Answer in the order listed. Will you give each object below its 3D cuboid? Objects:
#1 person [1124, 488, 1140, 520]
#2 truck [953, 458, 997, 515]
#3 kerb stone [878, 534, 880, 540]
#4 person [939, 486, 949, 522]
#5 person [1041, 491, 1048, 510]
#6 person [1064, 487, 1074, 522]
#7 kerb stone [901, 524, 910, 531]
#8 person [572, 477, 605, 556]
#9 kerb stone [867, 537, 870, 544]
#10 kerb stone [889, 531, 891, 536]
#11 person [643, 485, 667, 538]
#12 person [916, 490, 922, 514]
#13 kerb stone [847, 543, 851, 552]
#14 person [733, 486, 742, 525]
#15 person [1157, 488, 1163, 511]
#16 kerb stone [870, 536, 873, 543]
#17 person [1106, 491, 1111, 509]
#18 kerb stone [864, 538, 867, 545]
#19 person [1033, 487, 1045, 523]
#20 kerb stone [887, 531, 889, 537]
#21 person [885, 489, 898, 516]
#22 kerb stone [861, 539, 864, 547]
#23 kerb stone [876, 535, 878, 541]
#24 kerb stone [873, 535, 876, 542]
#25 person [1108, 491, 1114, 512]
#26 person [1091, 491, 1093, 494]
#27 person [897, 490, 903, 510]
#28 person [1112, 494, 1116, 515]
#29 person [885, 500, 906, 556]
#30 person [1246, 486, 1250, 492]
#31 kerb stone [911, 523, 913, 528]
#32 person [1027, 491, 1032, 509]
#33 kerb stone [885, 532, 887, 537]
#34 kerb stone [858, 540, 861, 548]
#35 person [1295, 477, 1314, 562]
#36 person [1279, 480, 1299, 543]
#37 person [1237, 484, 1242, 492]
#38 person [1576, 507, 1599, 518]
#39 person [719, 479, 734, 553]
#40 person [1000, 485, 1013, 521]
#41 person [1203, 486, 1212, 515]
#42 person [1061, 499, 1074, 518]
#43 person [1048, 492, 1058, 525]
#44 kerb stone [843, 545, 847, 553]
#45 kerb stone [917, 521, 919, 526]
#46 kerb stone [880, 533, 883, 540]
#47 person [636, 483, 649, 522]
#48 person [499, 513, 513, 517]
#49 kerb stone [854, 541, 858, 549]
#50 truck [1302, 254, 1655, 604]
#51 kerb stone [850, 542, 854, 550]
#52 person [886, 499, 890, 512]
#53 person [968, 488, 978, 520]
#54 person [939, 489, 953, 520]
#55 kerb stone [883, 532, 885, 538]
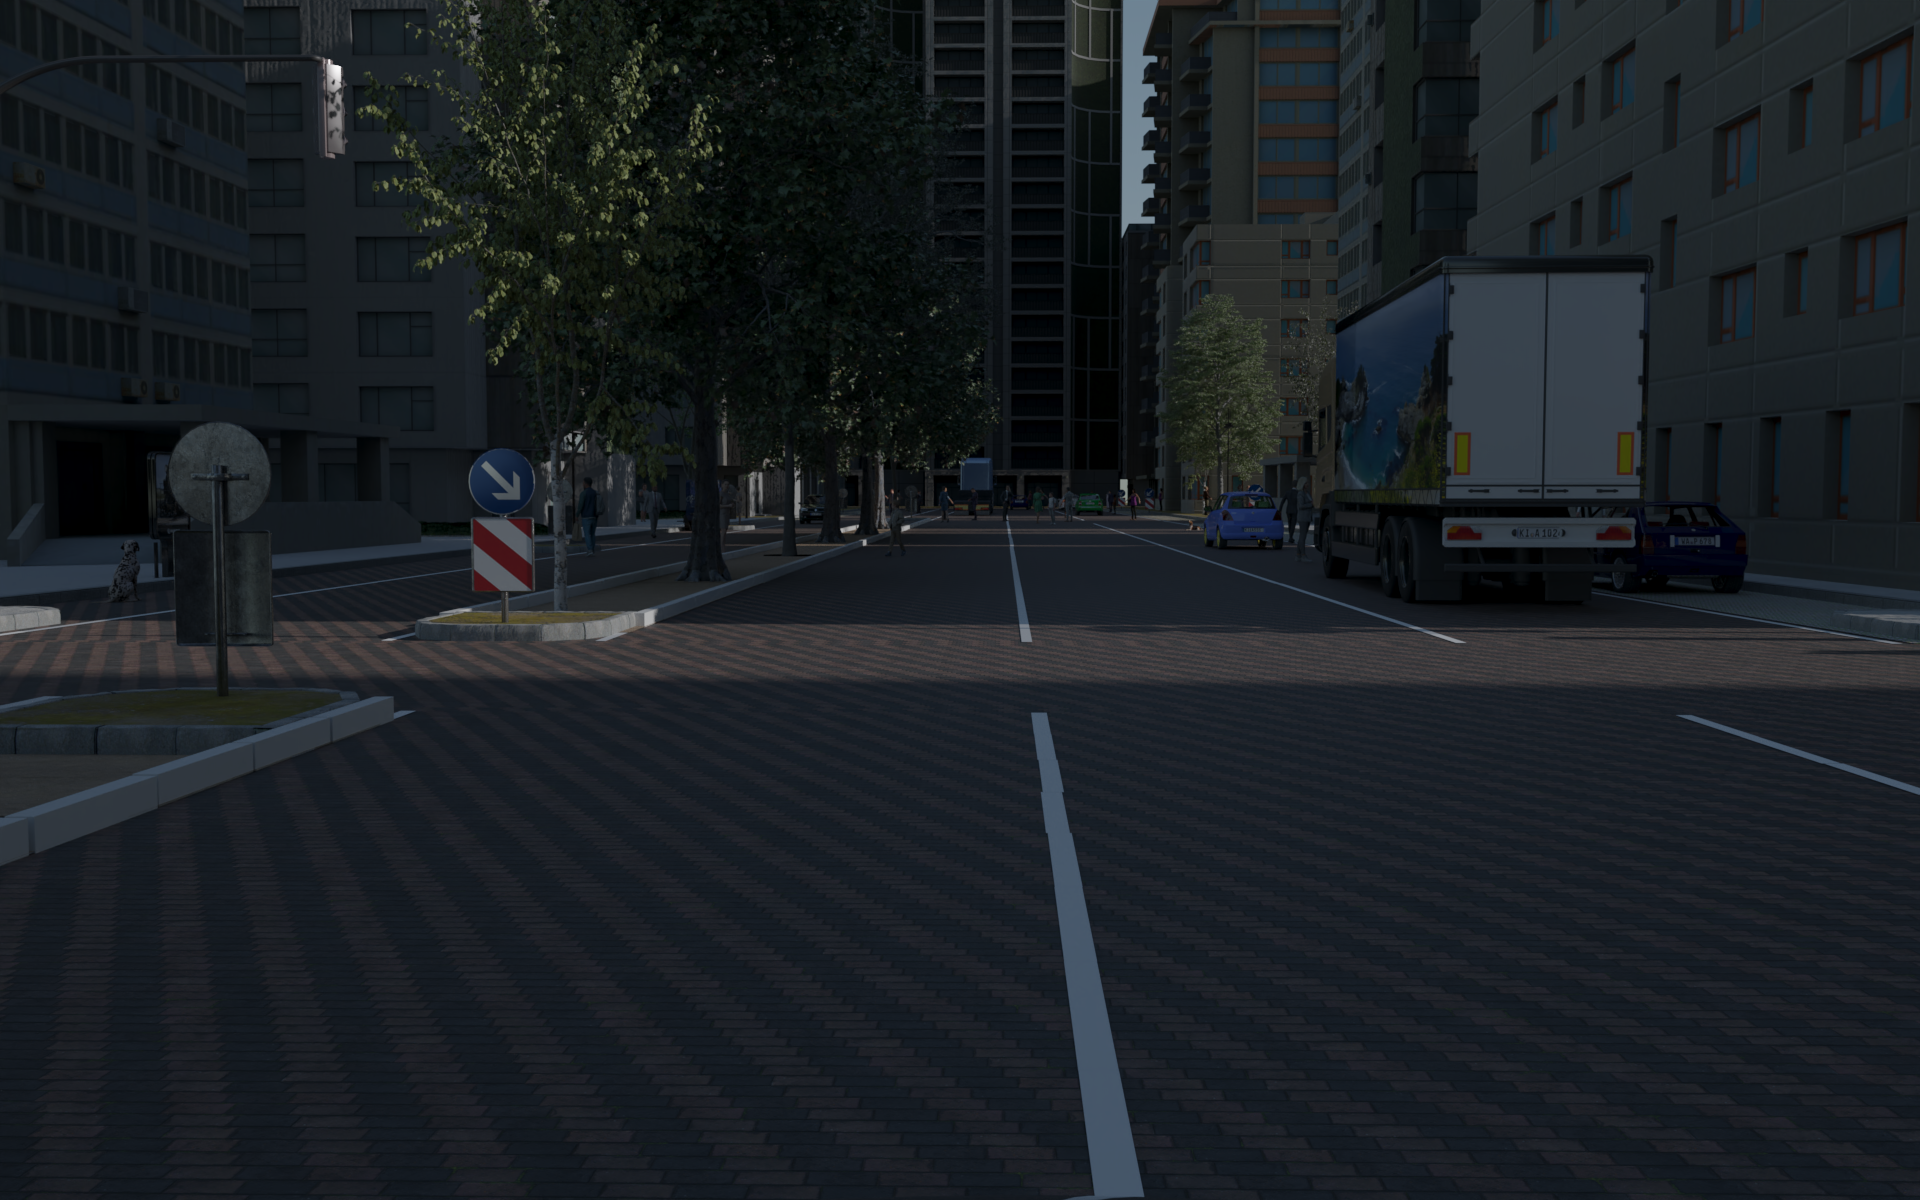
[{"bbox_3d":[9.491,-5.263,95.237,0.721,1.739,1.217,-3,4,-37],"label":"person"},{"bbox_3d":[1.057,-8.173,123.389,2.967,4.110,18.799,0,4,2],"label":"truck"},{"bbox_3d":[-2.608,-1.881,52.948,0.120,0.150,1.000,0,4,1],"label":"kerb stone"},{"bbox_3d":[-0.793,-4.822,87.360,0.581,1.822,0.654,-1,4,-21],"label":"person"},{"bbox_3d":[7.401,-8.973,155.917,1.217,1.736,0.721,2,4,23],"label":"person"},{"bbox_3d":[5.601,-4.951,89.624,0.511,1.800,0.466,-3,5,-41],"label":"person"},{"bbox_3d":[-2.198,-2.883,69.338,0.120,0.150,1.000,0,4,1],"label":"kerb stone"},{"bbox_3d":[-8.564,-1.914,39.787,0.794,1.824,0.713,-2,4,-27],"label":"person"},{"bbox_3d":[-2.701,-1.626,48.846,0.120,0.150,1.000,0,4,1],"label":"kerb stone"},{"bbox_3d":[-2.479,-2.195,58.080,0.120,0.150,1.000,0,4,1],"label":"kerb stone"},{"bbox_3d":[-9.972,-2.920,56.508,0.678,1.792,0.850,-2,4,-28],"label":"person"},{"bbox_3d":[-2.925,-7.104,125.454,0.445,1.727,0.742,-1,4,-10],"label":"person"},{"bbox_3d":[-2.853,-1.253,42.712,0.120,0.150,1.000,0,4,1],"label":"kerb stone"},{"bbox_3d":[-9.666,-4.074,75.451,0.374,1.781,0.599,1,4,12],"label":"person"},{"bbox_3d":[15.090,-7.584,130.723,0.721,1.739,1.217,0,4,-6],"label":"person"},{"bbox_3d":[-2.686,-1.693,49.874,0.120,0.150,1.000,0,4,1],"label":"kerb stone"},{"bbox_3d":[14.269,-9.582,165.841,0.551,1.740,0.621,0,4,4],"label":"person"},{"bbox_3d":[-2.734,-1.568,47.824,0.120,0.150,1.000,0,4,1],"label":"kerb stone"},{"bbox_3d":[3.828,-4.669,85.080,0.600,1.795,0.529,1,4,23],"label":"person"},{"bbox_3d":[-2.504,-2.131,57.045,0.120,0.150,1.000,0,4,1],"label":"kerb stone"},{"bbox_3d":[-4.391,-6.227,110.834,0.617,1.759,0.750,2,4,28],"label":"person"},{"bbox_3d":[-2.759,-1.500,46.803,0.120,0.150,1.000,0,4,1],"label":"kerb stone"},{"bbox_3d":[-2.622,-1.818,51.926,0.120,0.150,1.000,0,4,1],"label":"kerb stone"},{"bbox_3d":[-2.653,-1.755,50.897,0.120,0.150,1.000,0,4,1],"label":"kerb stone"},{"bbox_3d":[11.888,-7.782,136.650,0.541,1.710,0.530,-1,4,-23],"label":"person"},{"bbox_3d":[11.978,-9.038,157.052,1.217,1.735,0.721,0,4,6],"label":"person"},{"bbox_3d":[-5.536,-9.114,157.513,0.705,1.824,1.348,-1,4,-22],"label":"person"},{"bbox_3d":[10.822,-6.708,121.438,0.557,1.426,1.065,0,4,-4],"label":"person"},{"bbox_3d":[-1.461,-1.664,39.982,0.475,1.303,0.640,3,4,37],"label":"person"},{"bbox_3d":[16.201,-5.533,97.065,0.434,1.755,0.990,1,4,9],"label":"person"},{"bbox_3d":[-2.148,-3.004,71.393,0.120,0.150,1.000,0,4,1],"label":"kerb stone"},{"bbox_3d":[6.657,-9.632,166.701,0.721,1.743,1.217,1,4,19],"label":"person"},{"bbox_3d":[-2.535,-2.067,56.023,0.120,0.150,1.000,0,4,1],"label":"kerb stone"},{"bbox_3d":[-2.782,-1.443,45.780,0.120,0.150,1.000,0,4,1],"label":"kerb stone"},{"bbox_3d":[7.388,-1.723,36.851,0.526,1.800,0.537,3,5,42],"label":"person"},{"bbox_3d":[9.791,-2.608,50.913,0.659,1.850,0.755,2,4,33],"label":"person"},{"bbox_3d":[14.602,-5.088,89.511,0.573,1.790,0.520,1,4,14],"label":"person"},{"bbox_3d":[12.453,-1.697,34.010,0.641,1.798,0.478,-1,4,-23],"label":"person"},{"bbox_3d":[-5.452,-1.921,40.257,0.374,1.781,0.599,1,4,18],"label":"person"},{"bbox_3d":[2.471,-5.079,90.903,0.648,1.900,0.474,-3,5,-40],"label":"person"},{"bbox_3d":[14.900,-5.979,104.322,0.721,1.766,1.217,-1,4,-13],"label":"person"},{"bbox_3d":[6.480,-5.705,105.040,1.065,1.426,0.557,-3,5,-40],"label":"person"},{"bbox_3d":[4.343,-4.280,81.080,0.503,1.515,0.523,1,4,18],"label":"person"},{"bbox_3d":[-2.884,-1.192,41.690,0.120,0.150,1.000,0,4,1],"label":"kerb stone"},{"bbox_3d":[-2.023,-3.321,76.518,0.120,0.150,1.000,0,4,1],"label":"kerb stone"},{"bbox_3d":[-2.580,-1.939,53.977,0.120,0.150,1.000,0,4,1],"label":"kerb stone"},{"bbox_3d":[-14.571,-4.484,79.710,0.716,1.782,0.532,-3,5,-41],"label":"person"},{"bbox_3d":[-10.032,-1.804,38.185,0.473,1.802,0.592,-1,4,-16],"label":"person"},{"bbox_3d":[-2.814,-1.379,44.759,0.120,0.150,1.000,0,4,1],"label":"kerb stone"},{"bbox_3d":[7.193,-2.265,25.950,2.839,4.237,11.283,0,4,3],"label":"truck"},{"bbox_3d":[-2.832,-1.317,43.734,0.120,0.150,1.000,0,4,1],"label":"kerb stone"},{"bbox_3d":[-5.457,-7.651,136.810,0.599,1.433,0.991,3,5,44],"label":"person"},{"bbox_3d":[0.706,-5.255,94.860,0.568,1.767,0.683,-1,4,-21],"label":"person"},{"bbox_3d":[-0.835,-5.348,95.933,0.705,1.826,1.348,-2,4,-33],"label":"person"},{"bbox_3d":[-2.543,-2.006,54.998,0.120,0.150,1.000,0,4,1],"label":"kerb stone"}]
